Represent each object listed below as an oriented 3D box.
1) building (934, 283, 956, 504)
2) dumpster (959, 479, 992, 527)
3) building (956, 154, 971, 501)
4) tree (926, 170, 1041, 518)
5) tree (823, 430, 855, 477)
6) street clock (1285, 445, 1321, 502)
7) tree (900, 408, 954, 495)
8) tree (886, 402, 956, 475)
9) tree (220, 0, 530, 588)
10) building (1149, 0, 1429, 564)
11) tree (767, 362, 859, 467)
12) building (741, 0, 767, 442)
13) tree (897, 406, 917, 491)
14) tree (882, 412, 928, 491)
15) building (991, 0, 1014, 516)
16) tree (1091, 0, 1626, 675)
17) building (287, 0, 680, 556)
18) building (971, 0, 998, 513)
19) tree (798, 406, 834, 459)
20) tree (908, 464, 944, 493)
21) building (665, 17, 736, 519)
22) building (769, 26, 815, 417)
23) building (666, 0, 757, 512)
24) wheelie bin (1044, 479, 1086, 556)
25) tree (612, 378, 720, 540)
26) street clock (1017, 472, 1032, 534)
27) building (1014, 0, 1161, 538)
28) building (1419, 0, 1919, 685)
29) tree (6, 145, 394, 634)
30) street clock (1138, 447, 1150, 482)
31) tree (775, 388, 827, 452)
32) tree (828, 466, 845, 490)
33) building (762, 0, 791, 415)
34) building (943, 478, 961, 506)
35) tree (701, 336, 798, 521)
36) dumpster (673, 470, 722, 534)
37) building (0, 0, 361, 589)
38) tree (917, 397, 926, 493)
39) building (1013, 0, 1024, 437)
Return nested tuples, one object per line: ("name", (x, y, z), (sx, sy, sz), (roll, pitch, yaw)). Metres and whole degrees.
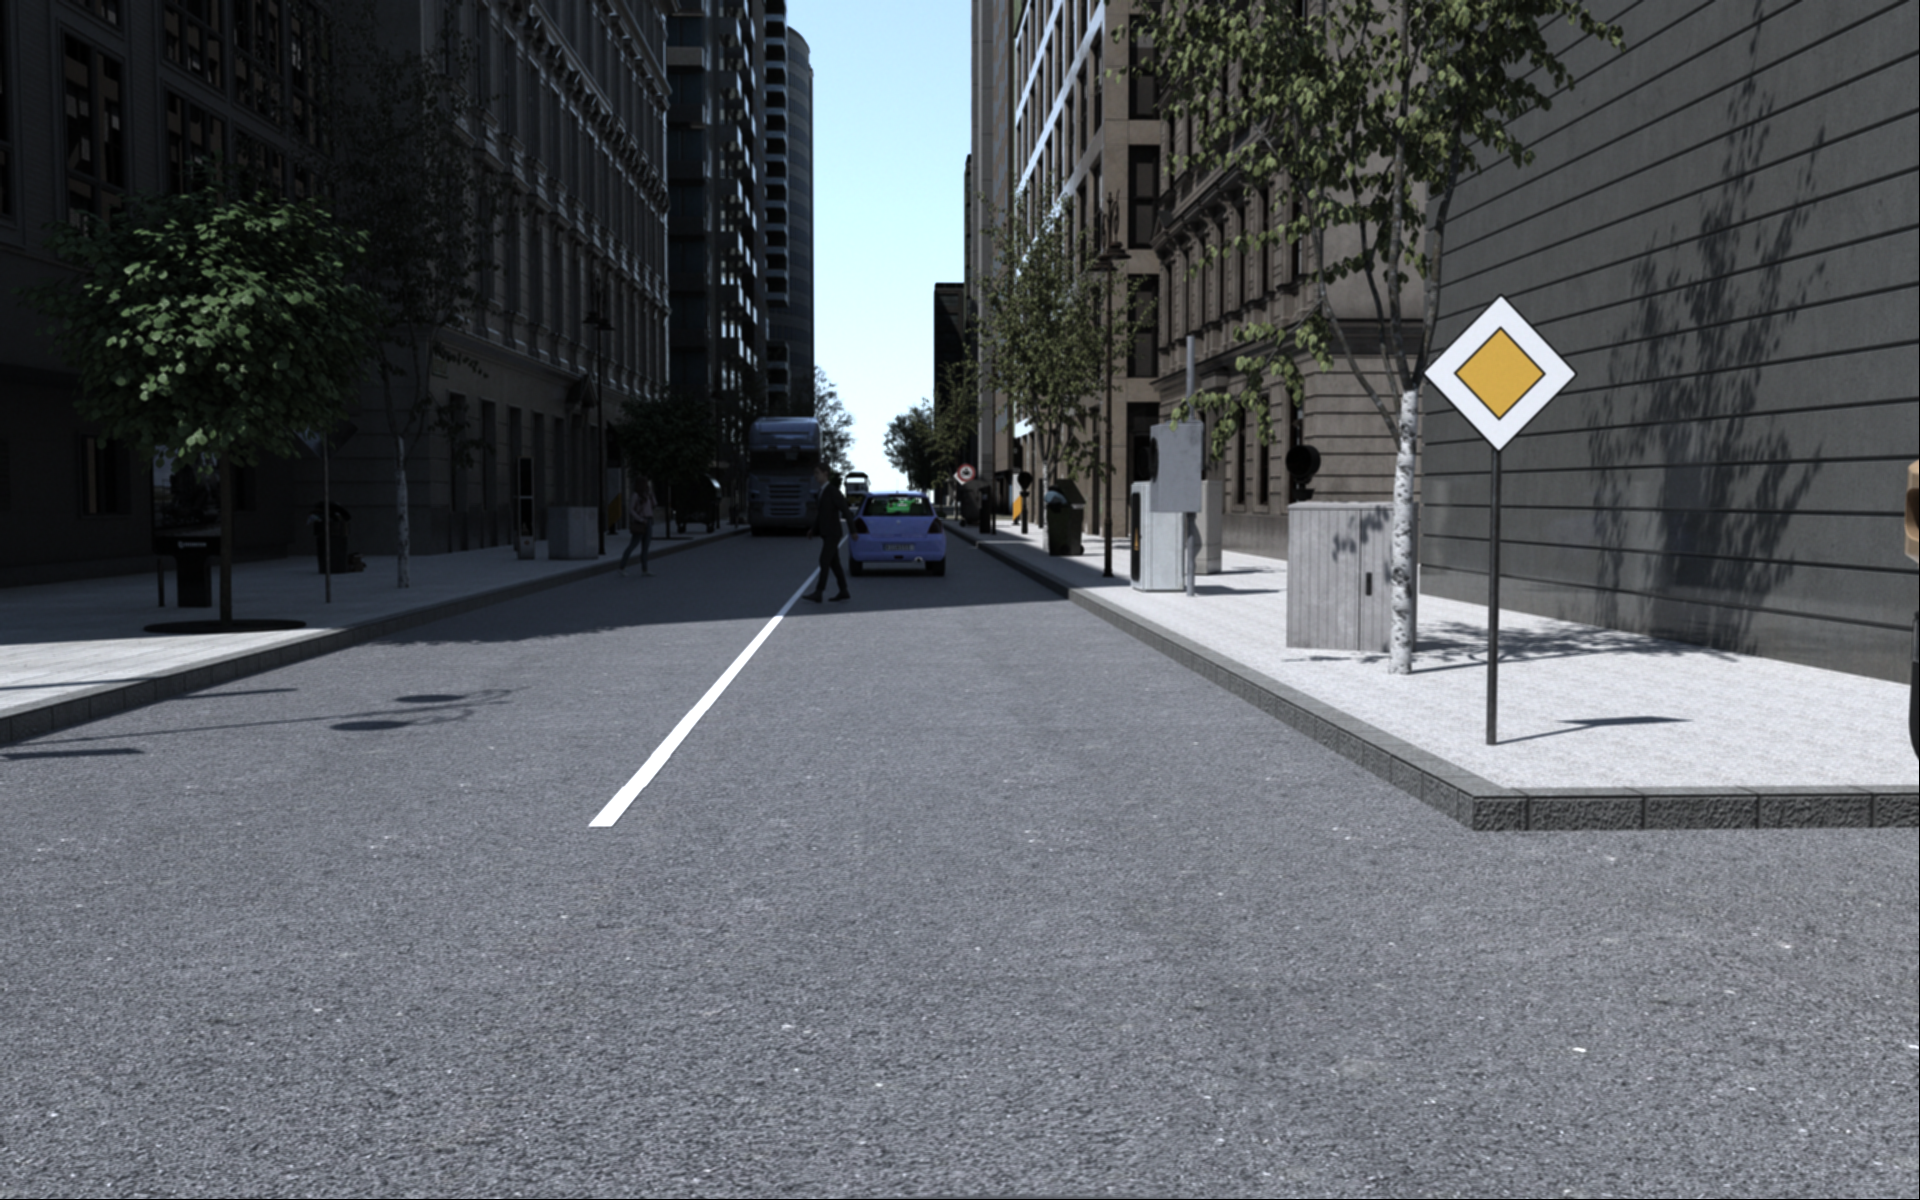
("building", (3.372, -28.441, 236.713), (14.160, 30.474, 14.107), (0, 4, -3))
("dumpster", (0.608, -3.821, 68.226), (1.264, 1.857, 1.865), (0, 4, -2))
("building", (7.259, -23.154, 150.262), (14.160, 30.474, 14.107), (0, 4, -3))
("tree", (2.103, -5.439, 39.294), (4.737, 8.622, 4.395), (0, 3, 0))
("tree", (-17.840, -18.567, 237.976), (7.601, 10.594, 8.767), (-3, 5, -44))
("street clock", (5.056, -1.284, 25.570), (0.358, 2.002, 0.471), (-3, 5, -45))
("tree", (-2.777, -11.971, 146.085), (4.360, 8.622, 3.978), (0, 3, 0))
("tree", (-4.033, -14.786, 176.165), (7.601, 10.594, 8.767), (-1, 4, -20))
("tree", (-7.654, -4.457, 23.238), (4.360, 8.622, 3.978), (0, 3, 0))
("building", (10.657, -10.749, 40.371), (10.561, 19.102, 19.286), (0, 4, -3))
("tree", (-14.038, -15.251, 159.722), (12.009, 13.543, 11.850), (0, 3, 0))
("building", (-23.570, -30.207, 143.988), (14.600, 45.320, 14.200), (0, 4, -3))
("tree", (-0.431, -8.750, 93.422), (4.737, 8.622, 4.395), (0, 3, 0))
("tree", (-6.402, -18.025, 220.461), (9.928, 11.665, 9.643), (0, 3, 0))
("building", (9.374, -27.979, 107.574), (14.600, 45.320, 14.200), (0, 4, -3))
("tree", (3.085, -3.790, 12.336), (4.737, 8.622, 4.395), (0, 3, 0))
("building", (-19.838, -17.113, 56.210), (17.030, 29.872, 44.131), (0, 4, -3))
("building", (11.293, -35.868, 128.443), (21.231, 58.520, 28.212), (0, 4, -3))
("tree", (-12.835, -11.933, 145.472), (4.360, 8.622, 3.978), (0, 3, 0))
("tree", (-3.285, -11.227, 167.279), (4.285, 4.588, 4.351), (0, 3, 0))
("building", (-29.019, -24.619, 94.395), (32.217, 40.220, 23.993), (0, 4, -3))
("building", (-29.158, -41.138, 214.607), (21.231, 58.520, 28.212), (0, 4, -3))
("building", (-26.070, -30.694, 121.456), (23.786, 49.044, 30.456), (0, 4, -3))
("wheelie bin", (2.153, -1.714, 35.940), (0.693, 1.594, 0.980), (2, 4, 33))
("tree", (-8.287, -4.006, 49.219), (4.285, 4.588, 4.351), (0, 3, 0))
("street clock", (2.089, -3.137, 55.862), (0.471, 2.002, 0.358), (0, 4, 5))
("building", (13.006, -16.070, 67.262), (19.350, 26.468, 34.151), (0, 4, -3))
("building", (20.859, -14.618, 16.494), (29.804, 29.767, 11.434), (0, 4, -3))
("tree", (-7.086, -1.999, 16.402), (4.285, 4.588, 4.351), (0, 3, 0))
("street clock", (2.930, -1.358, 26.771), (0.358, 2.002, 0.471), (-1, 4, -15))
("tree", (-11.668, -10.417, 120.672), (4.737, 8.622, 4.395), (0, 3, 0))
("tree", (-15.215, -13.507, 204.547), (4.285, 4.588, 4.351), (0, 3, 0))
("building", (-28.118, -53.262, 183.512), (22.319, 86.520, 31.000), (0, 4, -3))
("building", (14.181, -32.170, 217.860), (32.217, 40.220, 23.993), (0, 4, -3))
("tree", (-9.978, -7.969, 80.654), (4.360, 8.622, 3.978), (0, 3, 0))
("dumpster", (-8.684, -3.336, 57.039), (1.502, 2.255, 1.985), (0, 4, -2))
("building", (-18.275, -13.962, 21.789), (14.314, 27.812, 24.014), (0, 4, -3))
("tree", (2.173, -5.795, 45.111), (4.737, 8.622, 4.395), (0, 3, 0))
("building", (9.766, -25.076, 93.586), (14.154, 41.232, 14.086), (0, 4, -3))
